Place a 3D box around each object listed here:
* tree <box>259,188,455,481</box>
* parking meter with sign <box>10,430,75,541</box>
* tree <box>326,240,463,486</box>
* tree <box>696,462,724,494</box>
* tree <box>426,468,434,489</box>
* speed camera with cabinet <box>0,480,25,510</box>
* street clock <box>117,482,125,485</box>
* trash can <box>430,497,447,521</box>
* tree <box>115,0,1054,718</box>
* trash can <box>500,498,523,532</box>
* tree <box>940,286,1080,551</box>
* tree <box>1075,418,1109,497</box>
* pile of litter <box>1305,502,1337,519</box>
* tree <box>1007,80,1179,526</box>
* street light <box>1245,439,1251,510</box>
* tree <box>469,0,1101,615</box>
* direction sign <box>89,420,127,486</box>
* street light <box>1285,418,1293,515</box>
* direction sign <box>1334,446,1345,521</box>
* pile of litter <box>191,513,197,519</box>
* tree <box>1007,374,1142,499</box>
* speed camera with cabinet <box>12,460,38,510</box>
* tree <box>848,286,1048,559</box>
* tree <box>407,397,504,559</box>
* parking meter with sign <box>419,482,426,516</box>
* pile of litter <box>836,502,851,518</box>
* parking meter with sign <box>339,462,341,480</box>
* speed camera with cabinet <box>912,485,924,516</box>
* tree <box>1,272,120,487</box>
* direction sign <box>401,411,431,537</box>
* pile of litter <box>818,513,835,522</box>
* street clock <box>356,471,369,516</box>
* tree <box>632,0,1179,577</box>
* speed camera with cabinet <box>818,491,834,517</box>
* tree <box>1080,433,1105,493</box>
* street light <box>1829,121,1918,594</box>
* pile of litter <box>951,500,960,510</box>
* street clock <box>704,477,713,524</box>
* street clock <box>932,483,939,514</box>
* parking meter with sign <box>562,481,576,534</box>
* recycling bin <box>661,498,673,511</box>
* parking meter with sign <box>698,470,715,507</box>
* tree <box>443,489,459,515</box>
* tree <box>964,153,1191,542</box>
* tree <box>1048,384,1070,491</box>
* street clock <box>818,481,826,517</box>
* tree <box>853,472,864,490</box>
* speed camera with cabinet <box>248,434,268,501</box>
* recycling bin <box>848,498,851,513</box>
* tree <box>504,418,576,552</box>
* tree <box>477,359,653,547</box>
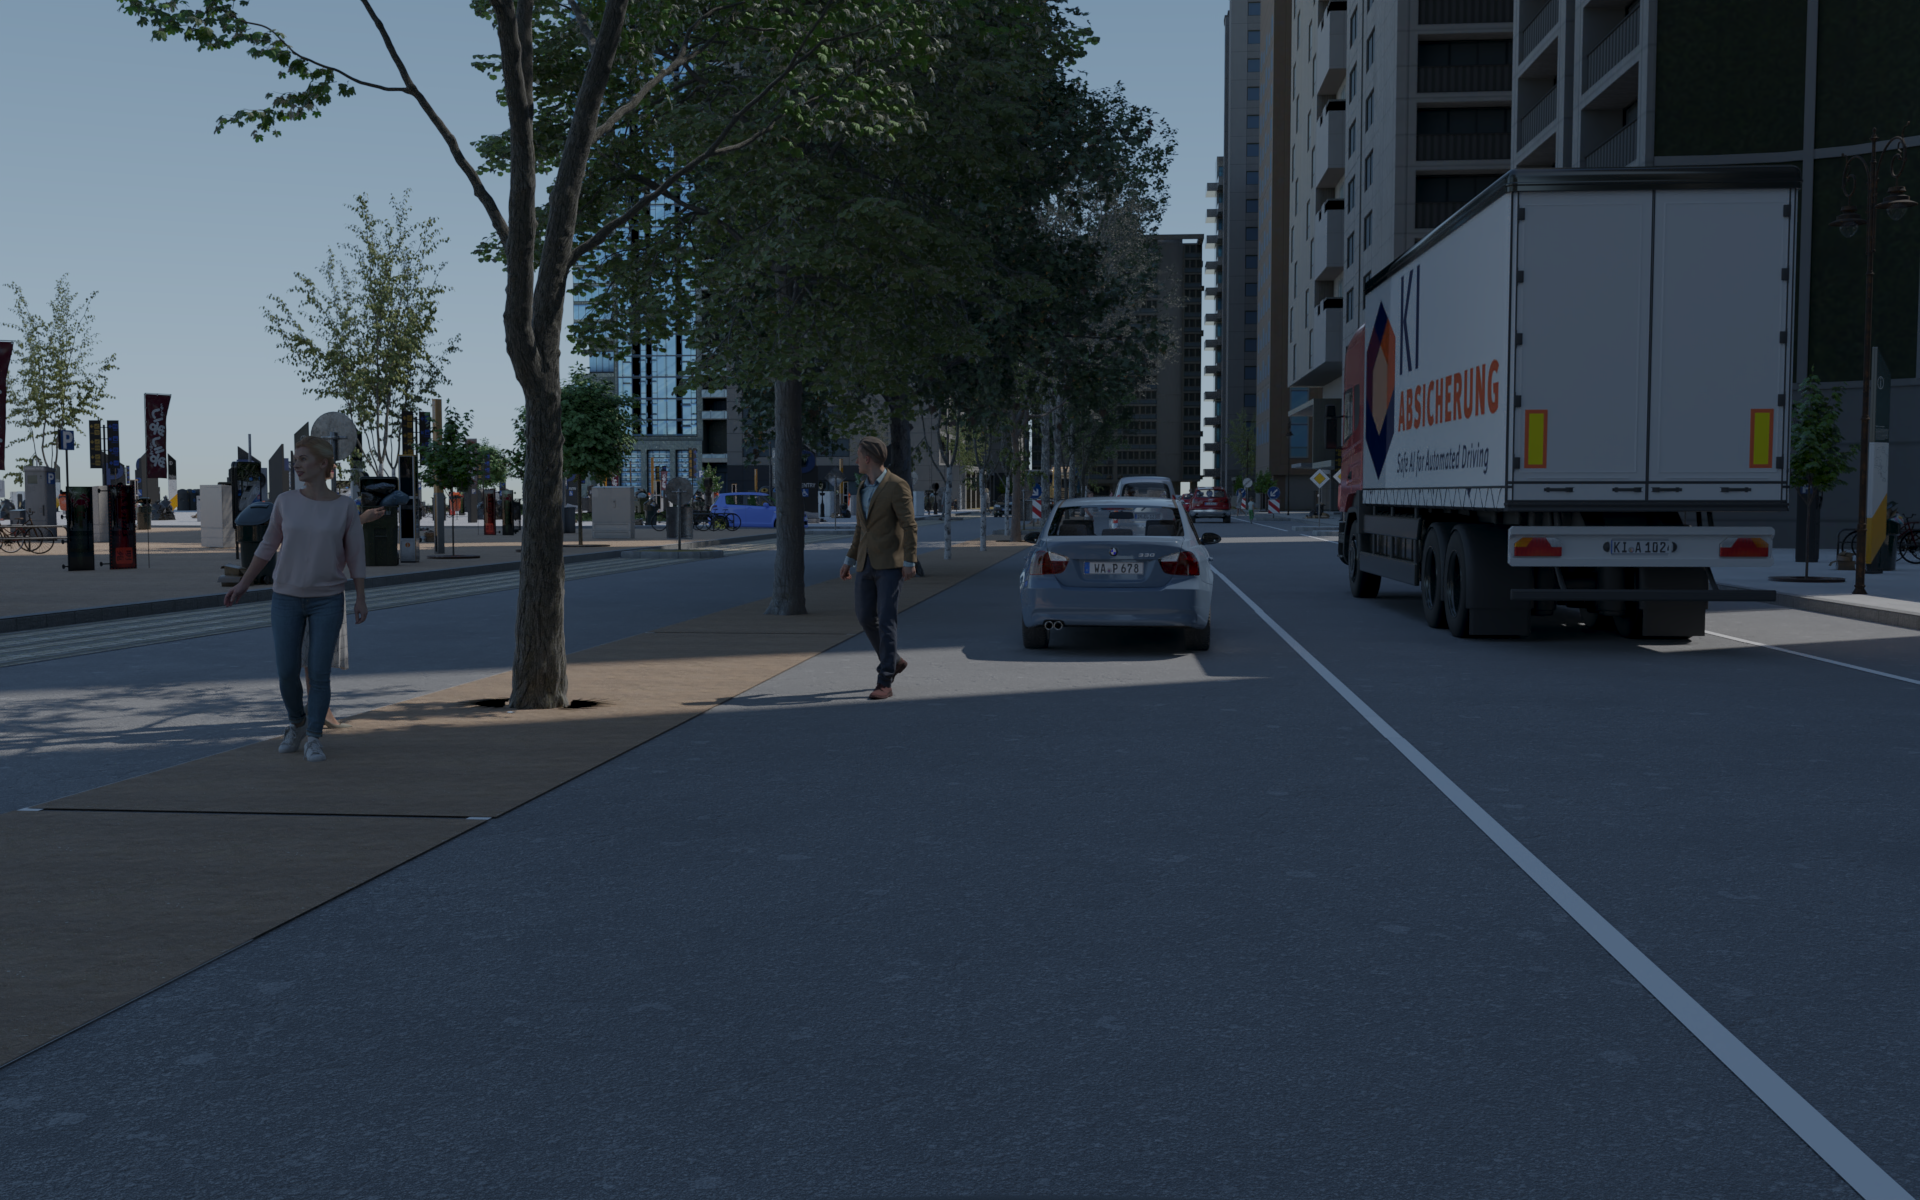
[{"bbox_3d":[-14.103,-5.569,41.421,4.737,8.622,4.395,0,3,0],"label":"tree"},{"bbox_3d":[-25.128,-3.123,47.326,1.738,3.016,0.543,1,4,10],"label":"parking meter with sign"},{"bbox_3d":[-16.689,-6.144,50.813,4.360,8.622,3.978,0,3,0],"label":"tree"},{"bbox_3d":[-15.069,-6.639,103.145,1.663,3.219,1.824,0,3,0],"label":"tree"},{"bbox_3d":[-31.308,-7.518,106.627,4.285,4.588,4.351,0,3,0],"label":"tree"},{"bbox_3d":[-60.510,-7.094,110.317,2.038,3.252,0.660,-3,5,-41],"label":"speed camera with cabinet"},{"bbox_3d":[-50.648,-6.116,104.570,0.471,2.002,0.358,-1,4,-21],"label":"street clock"},{"bbox_3d":[-23.880,-4.143,79.392,0.748,1.137,0.748,0,3,0],"label":"trash can"},{"bbox_3d":[-2.727,-5.072,11.139,9.928,11.665,9.643,0,3,0],"label":"tree"},{"bbox_3d":[-15.071,-2.848,58.214,0.748,1.137,0.748,0,3,0],"label":"trash can"},{"bbox_3d":[0.599,-5.505,42.828,4.737,8.622,4.395,0,3,0],"label":"tree"},{"bbox_3d":[9.229,-10.655,127.023,4.360,8.622,3.978,0,3,0],"label":"tree"},{"bbox_3d":[18.853,-4.693,90.688,1.719,0.858,1.176,2,4,33],"label":"pile of litter"},{"bbox_3d":[2.539,-13.242,74.852,12.611,20.169,13.585,0,3,0],"label":"tree"},{"bbox_3d":[23.545,-10.341,141.866,0.468,5.910,1.993,0,4,6],"label":"street light"},{"bbox_3d":[-2.096,-6.117,20.591,7.486,12.596,7.792,0,3,0],"label":"tree"},{"bbox_3d":[-26.171,-3.734,53.041,0.876,3.537,0.379,0,4,-5],"label":"direction sign"},{"bbox_3d":[19.875,-8.067,104.686,0.468,5.910,1.993,0,4,6],"label":"street light"},{"bbox_3d":[18.129,-5.501,81.943,0.876,3.537,0.379,-1,4,-10],"label":"direction sign"},{"bbox_3d":[-40.012,-4.734,91.371,1.176,0.858,1.719,0,4,-5],"label":"pile of litter"},{"bbox_3d":[6.126,-9.863,98.137,8.767,10.594,7.601,0,4,6],"label":"tree"},{"bbox_3d":[-54.655,-6.565,101.670,2.038,3.252,0.660,3,4,38],"label":"speed camera with cabinet"},{"bbox_3d":[-0.256,-5.194,37.737,4.360,8.622,3.978,0,3,0],"label":"tree"},{"bbox_3d":[-10.180,-2.450,34.654,1.663,3.219,1.824,0,3,0],"label":"tree"},{"bbox_3d":[-31.313,-6.320,99.598,1.738,3.016,0.543,3,5,44],"label":"parking meter with sign"},{"bbox_3d":[-6.440,-4.780,92.123,1.176,0.858,1.719,3,4,36],"label":"pile of litter"},{"bbox_3d":[-33.337,-6.077,95.613,1.738,3.016,0.543,-1,4,-14],"label":"parking meter with sign"},{"bbox_3d":[-2.829,-6.616,102.507,0.660,3.252,2.038,-2,4,-30],"label":"speed camera with cabinet"},{"bbox_3d":[-30.489,-6.587,58.067,4.737,8.622,4.395,0,3,0],"label":"tree"},{"bbox_3d":[-14.873,-3.392,47.457,0.379,3.537,0.876,3,5,41],"label":"direction sign"},{"bbox_3d":[-6.866,-3.998,79.333,1.719,0.858,1.176,3,5,41],"label":"pile of litter"},{"bbox_3d":[-19.072,-3.102,55.287,0.471,2.002,0.358,2,4,30],"label":"street clock"},{"bbox_3d":[-1.024,-6.749,29.810,9.611,12.733,9.660,0,3,0],"label":"tree"},{"bbox_3d":[-8.224,-6.381,98.673,2.038,3.252,0.660,1,4,17],"label":"speed camera with cabinet"},{"bbox_3d":[9.360,-10.958,131.986,4.737,8.622,4.395,0,3,0],"label":"tree"},{"bbox_3d":[11.534,-3.012,22.027,0.468,5.910,1.993,0,4,6],"label":"street light"},{"bbox_3d":[-0.634,-7.719,140.168,1.176,0.858,1.719,0,4,-4],"label":"pile of litter"},{"bbox_3d":[-10.906,-4.310,75.034,0.358,2.002,0.471,1,4,15],"label":"street clock"},{"bbox_3d":[-1.536,-6.379,108.863,0.358,2.002,0.471,3,5,41],"label":"street clock"},{"bbox_3d":[-13.158,-3.660,56.099,0.543,3.016,1.738,2,4,25],"label":"parking meter with sign"},{"bbox_3d":[-21.159,-6.869,124.858,0.722,1.027,0.722,1,4,9],"label":"recycling bin"},{"bbox_3d":[-18.429,-8.014,127.290,0.543,3.016,1.738,2,4,32],"label":"parking meter with sign"},{"bbox_3d":[-27.048,-7.016,98.425,4.285,4.588,4.351,0,3,0],"label":"tree"},{"bbox_3d":[1.682,-8.455,51.070,12.009,13.543,11.850,0,3,0],"label":"tree"},{"bbox_3d":[1.618,-6.527,59.536,4.360,8.622,3.978,0,3,0],"label":"tree"},{"bbox_3d":[-7.598,-5.568,95.611,0.358,2.002,0.471,-2,4,-35],"label":"street clock"},{"bbox_3d":[-4.517,-5.636,86.748,1.663,3.219,1.824,0,3,0],"label":"tree"},{"bbox_3d":[-23.543,-3.785,56.217,0.660,3.252,2.038,2,4,35],"label":"speed camera with cabinet"},{"bbox_3d":[-7.427,-6.459,118.152,0.722,1.027,0.722,1,4,13],"label":"recycling bin"},{"bbox_3d":[-9.223,-2.671,38.267,1.663,3.219,1.824,0,3,0],"label":"tree"},{"bbox_3d":[-9.228,-3.589,42.398,4.285,4.588,4.351,0,3,0],"label":"tree"}]
